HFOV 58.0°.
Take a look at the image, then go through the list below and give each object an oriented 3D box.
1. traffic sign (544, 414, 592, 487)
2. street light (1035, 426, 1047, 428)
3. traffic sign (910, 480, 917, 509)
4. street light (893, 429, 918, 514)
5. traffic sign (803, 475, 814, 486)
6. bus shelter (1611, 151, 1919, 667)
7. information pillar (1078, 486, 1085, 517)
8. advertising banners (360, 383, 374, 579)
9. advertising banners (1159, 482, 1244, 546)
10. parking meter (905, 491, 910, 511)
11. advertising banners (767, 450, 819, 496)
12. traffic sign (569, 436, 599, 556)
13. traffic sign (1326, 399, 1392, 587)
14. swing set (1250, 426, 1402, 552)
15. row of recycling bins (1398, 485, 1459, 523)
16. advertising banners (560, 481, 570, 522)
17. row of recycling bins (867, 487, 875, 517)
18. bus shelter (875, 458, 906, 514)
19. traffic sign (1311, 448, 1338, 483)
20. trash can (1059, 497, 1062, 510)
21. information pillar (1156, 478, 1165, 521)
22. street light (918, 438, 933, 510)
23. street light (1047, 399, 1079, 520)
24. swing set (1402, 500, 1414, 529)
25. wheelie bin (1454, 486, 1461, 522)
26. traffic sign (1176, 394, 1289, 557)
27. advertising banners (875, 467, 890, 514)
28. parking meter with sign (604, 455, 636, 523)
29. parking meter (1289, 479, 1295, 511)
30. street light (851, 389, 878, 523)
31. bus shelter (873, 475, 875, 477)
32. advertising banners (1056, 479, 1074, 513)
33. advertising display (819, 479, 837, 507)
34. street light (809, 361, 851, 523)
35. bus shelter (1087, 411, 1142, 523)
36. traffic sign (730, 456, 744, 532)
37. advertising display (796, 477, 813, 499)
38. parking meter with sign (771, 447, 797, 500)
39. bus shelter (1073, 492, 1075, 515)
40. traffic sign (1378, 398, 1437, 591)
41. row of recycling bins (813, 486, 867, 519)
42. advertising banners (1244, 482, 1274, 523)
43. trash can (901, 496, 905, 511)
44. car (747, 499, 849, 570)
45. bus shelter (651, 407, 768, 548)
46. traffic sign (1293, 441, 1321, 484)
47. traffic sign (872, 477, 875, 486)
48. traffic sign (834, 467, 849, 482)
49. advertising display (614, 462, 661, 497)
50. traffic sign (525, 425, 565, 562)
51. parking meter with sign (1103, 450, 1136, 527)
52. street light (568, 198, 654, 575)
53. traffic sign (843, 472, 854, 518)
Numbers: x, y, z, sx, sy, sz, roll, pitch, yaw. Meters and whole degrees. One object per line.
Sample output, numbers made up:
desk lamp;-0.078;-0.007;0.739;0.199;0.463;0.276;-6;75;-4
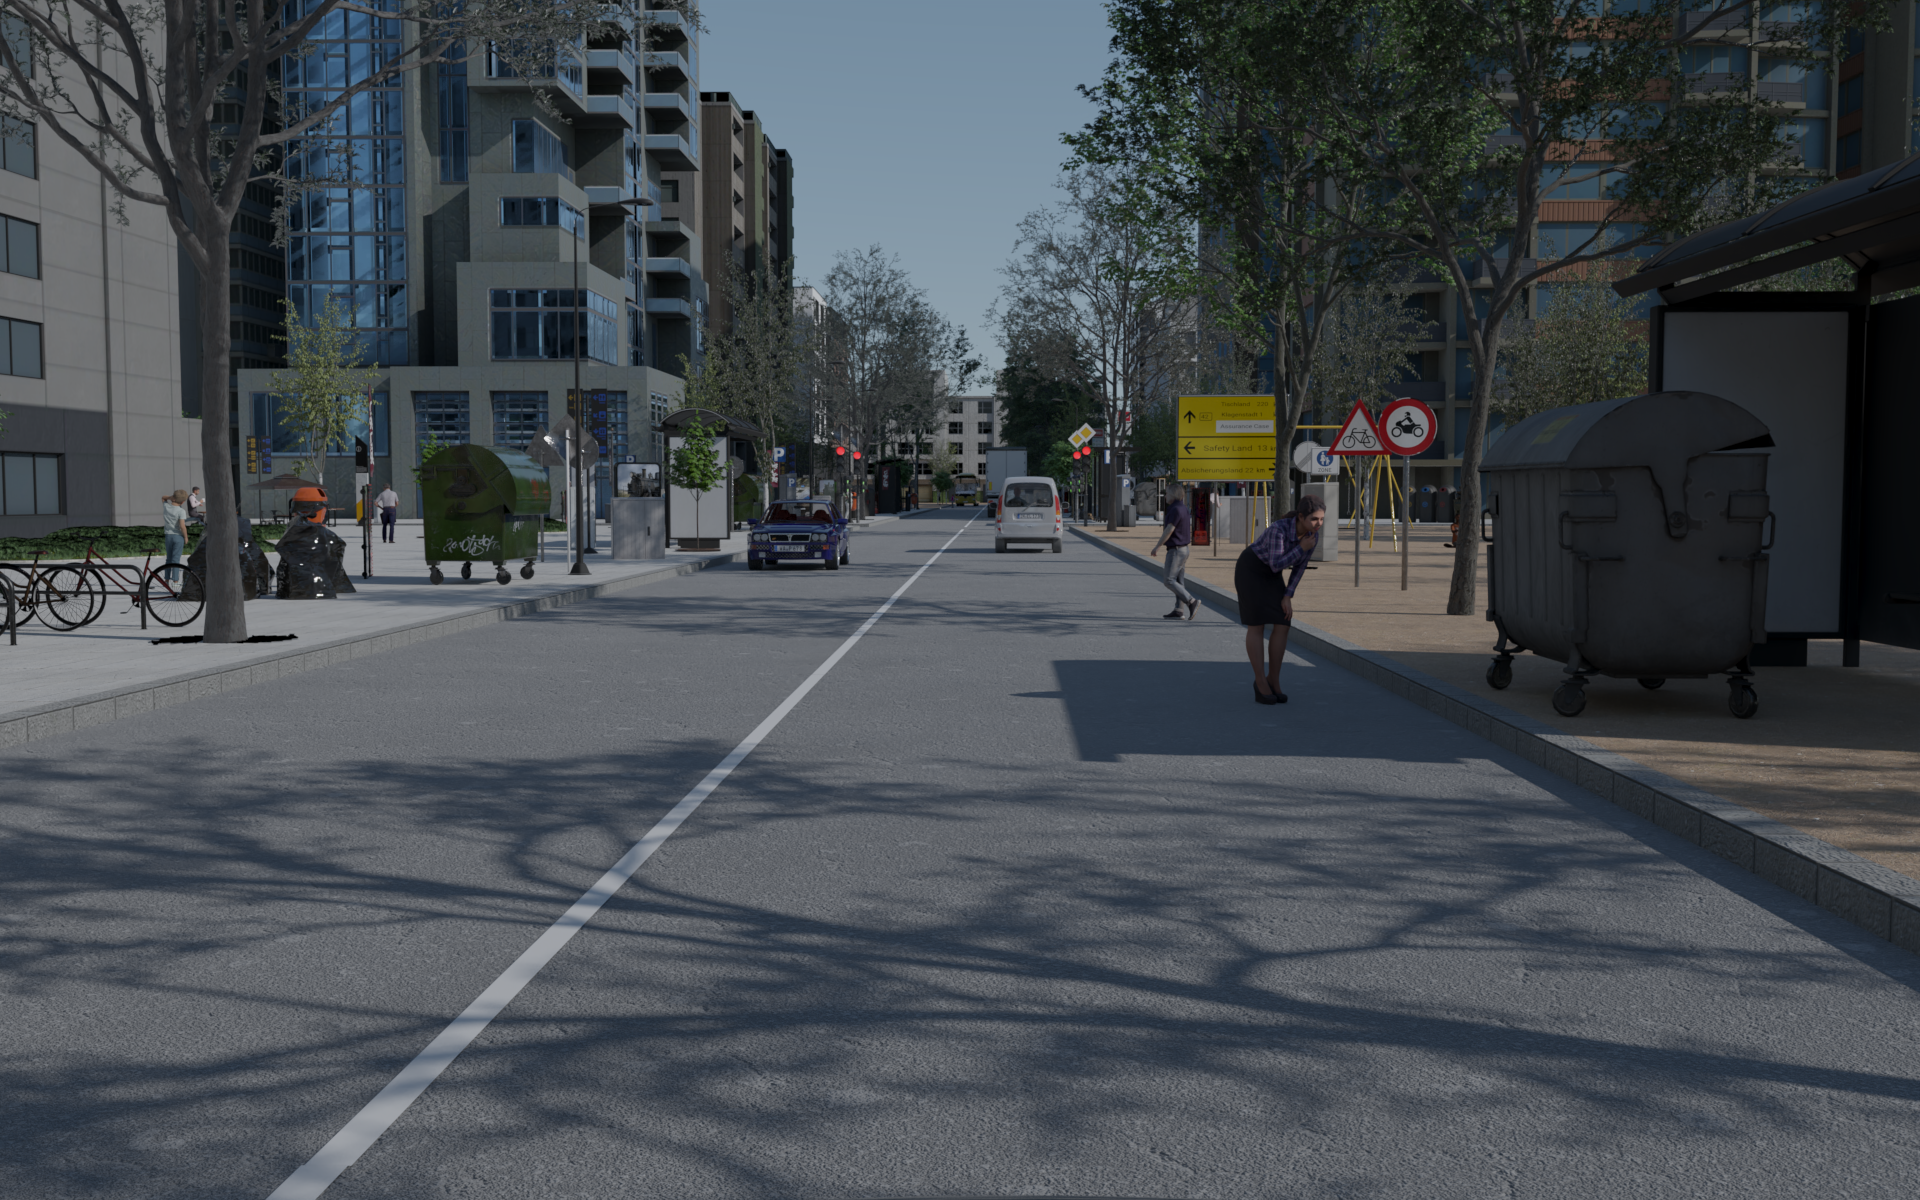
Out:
traffic sign;-6.432;-1.751;28.366;0.795;2.593;0.064;0;4;3
street light;5.825;-8.895;117.973;1.470;5.913;1.316;0;4;1
traffic sign;-4.001;-9.187;150.311;0.768;2.556;0.104;0;4;6
street light;-3.581;-8.368;109.352;1.470;5.913;1.316;0;4;1
traffic sign;-7.981;-5.459;91.391;0.606;2.300;0.079;0;4;8
bus shelter;5.842;-1.004;10.337;2.014;3.302;5.546;0;4;1
information pillar;6.849;-5.701;97.703;0.304;2.012;0.304;-3;5;-44
advertising banners;-9.193;-1.878;26.897;0.090;3.025;2.074;-1;4;-14
advertising banners;5.939;-2.855;42.863;2.074;3.025;0.090;2;4;27
parking meter;-3.843;-7.302;127.798;0.372;1.533;0.369;0;3;0
advertising banners;-6.631;-4.441;68.795;2.074;3.025;0.090;-1;4;-16
traffic sign;-7.888;-2.199;36.062;0.768;2.556;0.104;1;4;9
traffic sign;5.472;-1.456;23.808;0.884;2.594;0.081;0;4;4
swing set;8.197;-2.581;39.822;3.119;2.851;2.862;0;4;2
row of recycling bins;21.298;-4.299;77.393;3.534;1.692;1.069;3;4;37
advertising banners;-15.542;-4.412;68.326;0.090;3.025;2.074;0;4;-3
row of recycling bins;-5.751;-5.599;98.662;1.069;1.692;3.534;1;4;17
bus shelter;-4.609;-7.585;115.305;1.731;3.624;6.357;0;4;1
traffic sign;7.970;-2.187;37.886;0.606;2.300;0.079;1;4;8
trash can;8.315;-7.957;141.750;0.748;1.137;0.748;0;3;0
information pillar;9.423;-4.703;81.394;0.304;2.012;0.304;-1;4;-22
street light;-2.925;-10.387;142.362;1.470;5.913;1.316;0;4;1
street light;5.142;-6.850;84.532;1.470;5.913;1.316;0;4;1
swing set;15.009;-4.137;65.261;2.862;2.851;3.119;-1;4;-19
wheelie bin;18.978;-3.496;65.066;0.693;1.594;0.980;-2;4;-24
traffic sign;5.546;-2.537;35.346;2.265;3.308;0.079;0;4;6
advertising banners;-5.518;-7.047;111.408;2.074;3.025;0.090;0;4;6
parking meter with sign;-15.032;-4.911;76.551;0.543;3.016;1.738;2;4;25
parking meter;13.143;-3.876;69.091;0.255;1.863;0.399;3;5;43
street light;-4.319;-6.349;76.344;1.470;5.913;1.316;0;4;1
bus shelter;-6.251;-9.464;148.659;2.014;3.302;5.546;0;4;1
advertising banners;7.113;-7.366;116.627;2.074;3.025;0.090;-1;4;-18
advertising display;-5.796;-4.322;75.876;0.974;1.923;0.123;3;5;41
street light;-4.684;-5.382;60.544;1.470;5.913;1.316;0;4;1
bus shelter;7.099;-6.310;80.798;2.179;5.291;8.768;0;4;1
traffic sign;-7.602;-3.529;57.804;0.768;2.556;0.104;0;4;5
advertising display;-6.184;-3.784;67.081;0.974;1.923;0.123;-1;4;-16
parking meter with sign;-6.348;-4.127;63.737;0.543;3.016;1.738;-2;4;-29
bus shelter;7.649;-7.685;103.285;2.179;5.291;8.768;0;4;1
traffic sign;5.911;-1.398;22.963;0.768;2.556;0.104;0;4;5
row of recycling bins;-6.764;-5.094;90.401;3.534;1.692;1.069;0;3;0
advertising banners;13.412;-5.008;78.076;2.074;3.025;0.090;1;4;16
trash can;-4.187;-7.240;130.029;0.748;1.137;0.748;0;3;0
car;-3.132;-1.307;33.943;1.945;1.354;3.894;0;4;1
bus shelter;-6.153;-3.020;43.297;2.014;3.302;5.546;0;4;1
traffic sign;8.407;-2.552;41.833;0.768;2.556;0.104;0;4;2
traffic sign;-5.803;-7.438;121.721;0.768;2.556;0.104;0;4;7
traffic sign;-5.349;-4.794;78.495;0.768;2.556;0.104;1;4;10
advertising display;-6.506;-1.821;34.992;0.974;1.923;0.123;-2;4;-34
traffic sign;-7.883;-1.996;32.632;0.884;2.594;0.081;0;4;5
parking meter with sign;6.283;-4.363;67.596;0.543;3.016;1.738;-2;4;-27
street light;-5.496;-3.350;27.308;1.470;5.913;1.316;0;4;1
traffic sign;-6.060;-5.683;93.027;0.768;2.556;0.104;0;4;7
